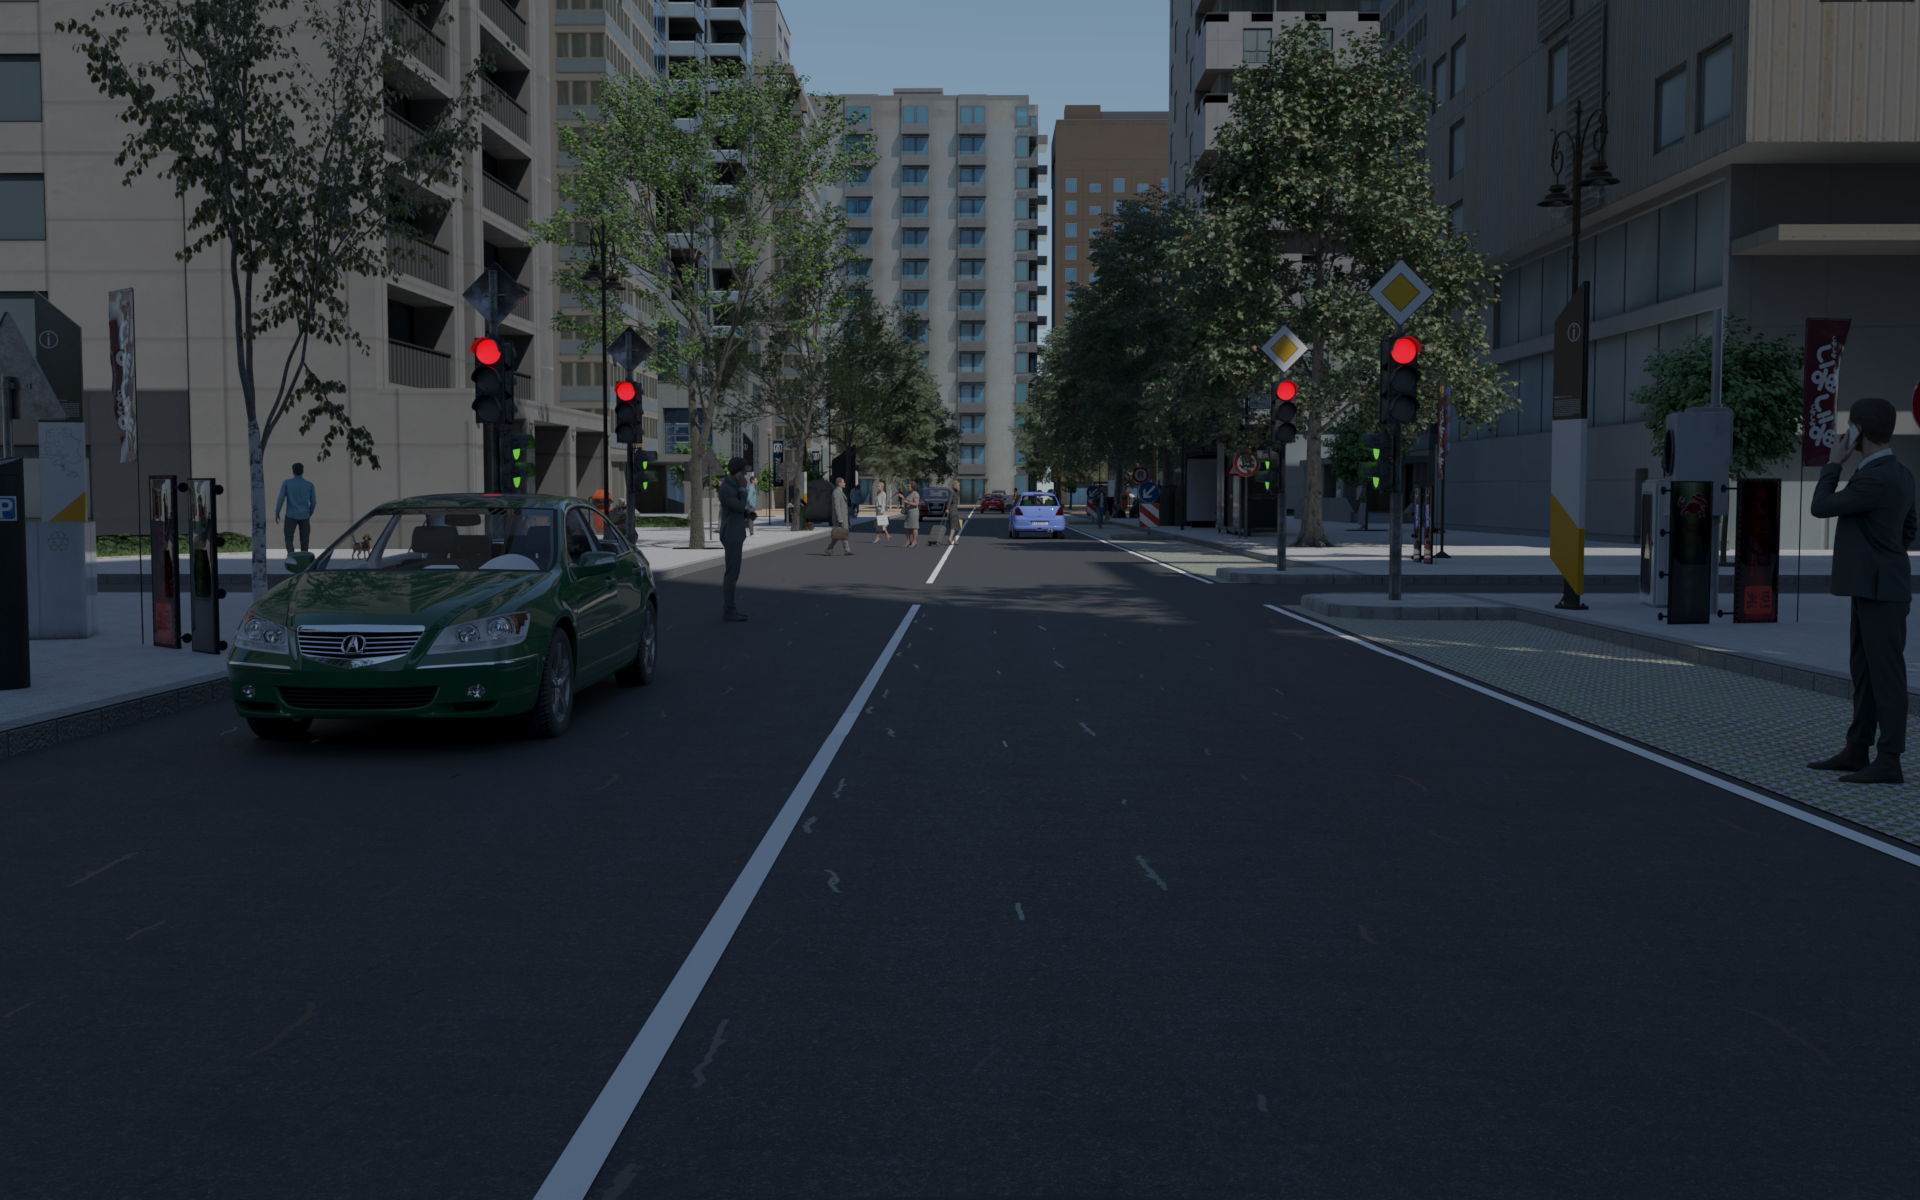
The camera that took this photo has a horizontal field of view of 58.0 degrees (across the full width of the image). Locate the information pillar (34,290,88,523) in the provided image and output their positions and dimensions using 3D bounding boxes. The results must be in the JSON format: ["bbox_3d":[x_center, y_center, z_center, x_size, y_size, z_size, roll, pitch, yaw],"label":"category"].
[{"bbox_3d":[-10.413,-1.756,20.059,0.504,3.616,0.183,-1,4,-13],"label":"information pillar"}]

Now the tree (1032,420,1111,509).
[{"bbox_3d":[9.879,-13.151,149.437,7.601,10.594,8.767,-1,4,-12],"label":"tree"}]

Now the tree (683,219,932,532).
[{"bbox_3d":[-5.455,-7.603,58.727,8.767,10.594,7.601,-3,5,-40],"label":"tree"}]

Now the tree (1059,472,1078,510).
[{"bbox_3d":[9.152,-8.978,141.394,1.663,3.219,1.824,0,3,0],"label":"tree"}]

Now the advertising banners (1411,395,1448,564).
[{"bbox_3d":[8.607,-2.176,31.761,0.090,3.025,2.074,0,4,0],"label":"advertising banners"}]

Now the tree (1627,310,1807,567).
[{"bbox_3d":[13.671,-2.896,31.060,4.285,4.588,4.351,0,3,0],"label":"tree"}]

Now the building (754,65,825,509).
[{"bbox_3d":[-24.694,-28.377,155.851,23.993,40.220,32.217,0,4,1],"label":"building"}]

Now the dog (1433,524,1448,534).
[{"bbox_3d":[15.404,-2.340,55.987,0.550,0.427,0.748,-1,4,-15],"label":"dog"}]

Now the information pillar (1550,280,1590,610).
[{"bbox_3d":[6.789,-1.708,19.275,0.183,3.616,0.504,-1,4,-21],"label":"information pillar"}]

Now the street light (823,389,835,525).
[{"bbox_3d":[-5.359,-6.025,71.299,0.468,5.910,1.993,0,4,1],"label":"street light"}]

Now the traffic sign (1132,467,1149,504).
[{"bbox_3d":[8.400,-4.928,80.671,0.768,2.556,0.104,0,4,2],"label":"traffic sign"}]

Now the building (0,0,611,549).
[{"bbox_3d":[-21.323,-37.322,48.460,20.563,71.187,20.611,0,4,1],"label":"building"}]

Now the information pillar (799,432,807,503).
[{"bbox_3d":[-5.910,-4.513,65.142,0.183,3.616,0.504,-2,4,-29],"label":"information pillar"}]

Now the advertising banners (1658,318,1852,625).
[{"bbox_3d":[7.888,-1.282,17.144,2.074,3.025,0.090,-1,4,-12],"label":"advertising banners"}]

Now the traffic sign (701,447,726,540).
[{"bbox_3d":[-6.933,-2.943,48.123,0.884,2.594,0.081,1,4,9],"label":"traffic sign"}]

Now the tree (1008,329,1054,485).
[{"bbox_3d":[8.742,-11.450,93.864,9.857,13.997,8.962,0,3,0],"label":"tree"}]

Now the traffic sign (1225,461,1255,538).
[{"bbox_3d":[8.210,-3.107,50.809,0.884,2.594,0.081,0,4,2],"label":"traffic sign"}]

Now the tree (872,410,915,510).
[{"bbox_3d":[-5.535,-12.205,149.917,4.737,8.622,4.395,0,3,0],"label":"tree"}]

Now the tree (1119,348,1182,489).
[{"bbox_3d":[9.459,-8.255,85.338,4.737,8.622,4.395,0,3,0],"label":"tree"}]

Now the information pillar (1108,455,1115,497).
[{"bbox_3d":[8.971,-6.813,102.749,0.504,3.616,0.183,-2,4,-35],"label":"information pillar"}]

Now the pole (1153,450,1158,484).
[{"bbox_3d":[9.092,-5.303,80.542,0.158,3.312,0.155,0,3,0],"label":"pole"}]

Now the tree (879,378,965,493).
[{"bbox_3d":[-4.168,-15.306,167.267,9.611,12.733,9.660,0,3,0],"label":"tree"}]

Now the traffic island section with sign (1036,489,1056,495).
[{"bbox_3d":[6.755,-7.467,130.709,1.989,1.847,2.006,0,4,1],"label":"traffic island section with sign"}]

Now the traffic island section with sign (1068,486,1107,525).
[{"bbox_3d":[6.095,-4.441,81.233,1.989,1.847,2.006,0,4,1],"label":"traffic island section with sign"}]

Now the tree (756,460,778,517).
[{"bbox_3d":[-10.768,-6.291,97.455,1.663,3.219,1.824,0,3,0],"label":"tree"}]

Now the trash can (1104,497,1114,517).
[{"bbox_3d":[8.523,-5.342,98.996,0.748,1.137,0.748,0,3,0],"label":"trash can"}]

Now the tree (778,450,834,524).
[{"bbox_3d":[-6.520,-4.894,74.626,1.663,3.219,1.824,0,3,0],"label":"tree"}]

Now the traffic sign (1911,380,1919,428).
[{"bbox_3d":[9.668,-1.033,16.993,0.768,2.556,0.104,0,4,1],"label":"traffic sign"}]

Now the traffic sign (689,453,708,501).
[{"bbox_3d":[-7.896,-3.226,52.846,0.768,2.556,0.104,0,4,3],"label":"traffic sign"}]

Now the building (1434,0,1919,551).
[{"bbox_3d":[29.606,-28.086,48.444,27.495,52.752,28.713,0,4,1],"label":"building"}]

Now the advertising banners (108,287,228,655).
[{"bbox_3d":[-6.611,-1.112,14.376,2.074,3.025,0.090,3,5,43],"label":"advertising banners"}]

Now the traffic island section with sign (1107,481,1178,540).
[{"bbox_3d":[5.748,-2.792,54.280,1.989,1.847,2.006,0,4,1],"label":"traffic island section with sign"}]

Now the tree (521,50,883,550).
[{"bbox_3d":[-5.967,-6.989,40.022,9.928,11.665,9.643,0,3,0],"label":"tree"}]

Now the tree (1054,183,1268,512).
[{"bbox_3d":[8.684,-10.067,71.247,9.857,13.997,8.962,0,3,0],"label":"tree"}]

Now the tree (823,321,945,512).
[{"bbox_3d":[-5.712,-13.446,126.490,9.857,13.997,8.962,0,3,0],"label":"tree"}]

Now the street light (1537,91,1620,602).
[{"bbox_3d":[7.254,-2.917,20.475,0.468,5.910,1.993,0,4,1],"label":"street light"}]

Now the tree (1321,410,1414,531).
[{"bbox_3d":[14.121,-4.688,60.361,4.285,4.588,4.351,0,3,0],"label":"tree"}]

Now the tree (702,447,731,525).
[{"bbox_3d":[-10.084,-4.749,72.256,1.663,3.219,1.824,0,3,0],"label":"tree"}]

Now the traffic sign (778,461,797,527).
[{"bbox_3d":[-6.645,-4.075,66.738,0.768,2.556,0.104,0,4,5],"label":"traffic sign"}]

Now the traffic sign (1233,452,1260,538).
[{"bbox_3d":[8.277,-3.054,50.036,0.768,2.556,0.104,0,4,6],"label":"traffic sign"}]

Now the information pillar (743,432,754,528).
[{"bbox_3d":[-8.010,-4.534,65.486,0.504,3.616,0.183,3,4,36],"label":"information pillar"}]

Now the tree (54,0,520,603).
[{"bbox_3d":[-6.987,-4.113,17.605,4.360,8.622,3.978,0,3,0],"label":"tree"}]

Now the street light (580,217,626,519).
[{"bbox_3d":[-5.990,-3.452,29.229,0.468,5.910,1.993,0,4,1],"label":"street light"}]

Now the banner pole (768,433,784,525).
[{"bbox_3d":[-7.609,-4.960,71.117,0.863,3.779,0.401,-2,4,-28],"label":"banner pole"}]

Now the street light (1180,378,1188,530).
[{"bbox_3d":[7.916,-5.426,61.502,0.468,5.910,1.993,0,4,1],"label":"street light"}]

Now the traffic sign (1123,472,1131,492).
[{"bbox_3d":[9.480,-6.112,100.031,0.768,2.556,0.104,0,4,4],"label":"traffic sign"}]

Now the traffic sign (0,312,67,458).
[{"bbox_3d":[-6.795,-0.758,12.392,0.884,2.594,0.081,1,4,9],"label":"traffic sign"}]

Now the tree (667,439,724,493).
[{"bbox_3d":[-14.563,-6.811,95.066,4.285,4.588,4.351,0,3,0],"label":"tree"}]

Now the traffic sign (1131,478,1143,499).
[{"bbox_3d":[10.539,-6.270,102.625,0.768,2.556,0.104,0,4,8],"label":"traffic sign"}]

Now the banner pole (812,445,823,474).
[{"bbox_3d":[-7.220,-6.014,88.351,0.863,3.779,0.401,-3,5,-41],"label":"banner pole"}]

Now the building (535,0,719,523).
[{"bbox_3d":[-27.404,-23.722,79.733,32.217,40.220,23.993,0,4,1],"label":"building"}]

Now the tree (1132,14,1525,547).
[{"bbox_3d":[8.653,-7.622,41.622,9.611,12.733,9.660,0,3,0],"label":"tree"}]

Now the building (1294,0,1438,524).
[{"bbox_3d":[33.426,-23.857,81.946,32.217,40.220,23.993,0,4,1],"label":"building"}]
